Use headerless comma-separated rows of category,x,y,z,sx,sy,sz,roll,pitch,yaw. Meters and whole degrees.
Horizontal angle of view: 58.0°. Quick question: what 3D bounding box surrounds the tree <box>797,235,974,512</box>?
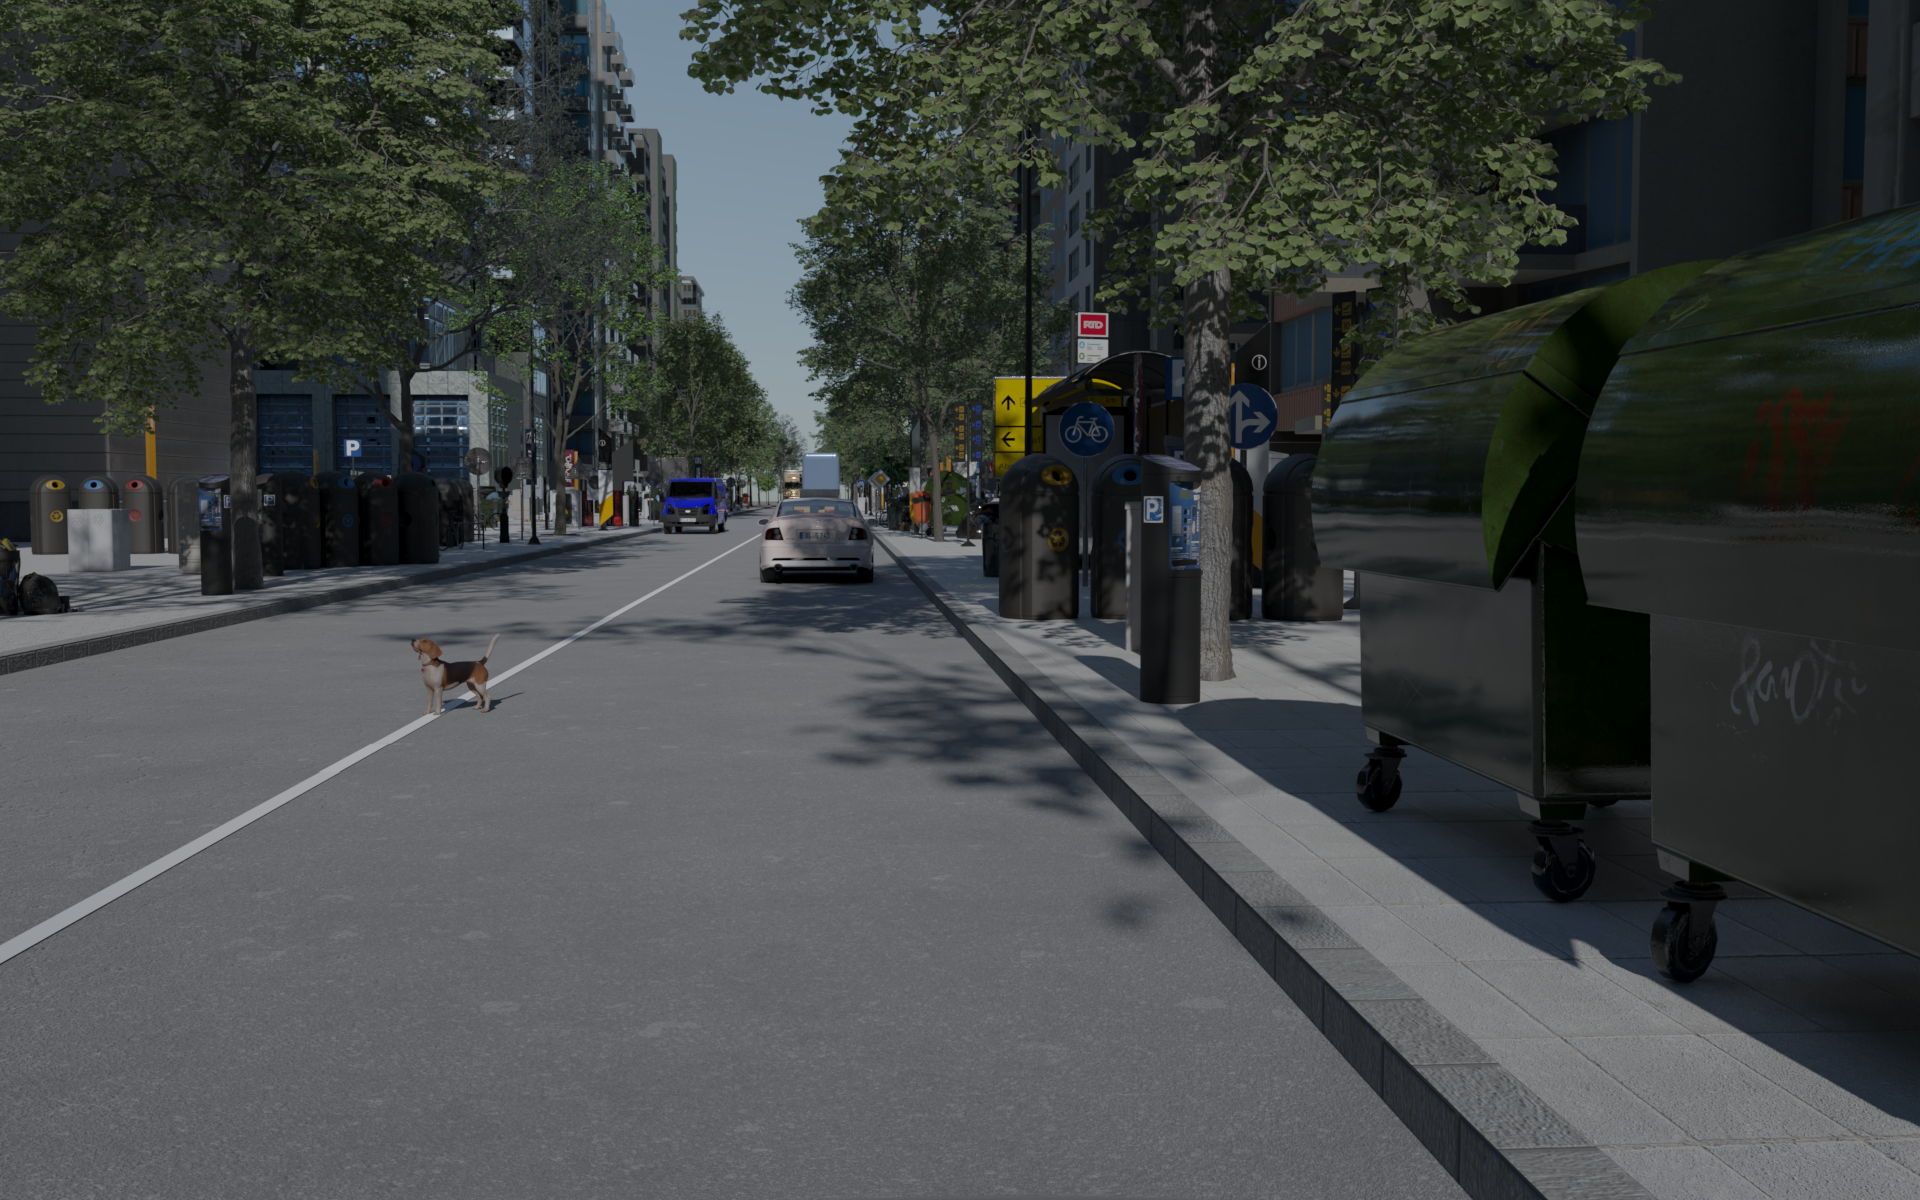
tree,-4.966,-16.432,124.558,12.611,20.169,13.585,0,3,0

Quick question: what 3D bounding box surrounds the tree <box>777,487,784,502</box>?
tree,-30.029,-18.034,289.463,1.663,3.219,1.824,0,3,0

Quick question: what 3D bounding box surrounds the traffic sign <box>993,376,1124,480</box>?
traffic sign,1.696,-2.206,29.937,2.265,3.308,0.079,0,4,1

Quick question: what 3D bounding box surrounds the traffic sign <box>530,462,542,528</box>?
traffic sign,-15.974,-3.942,64.564,0.768,2.556,0.104,0,4,1

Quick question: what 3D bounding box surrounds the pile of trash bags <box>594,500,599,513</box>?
pile of trash bags,-23.343,-6.437,114.997,1.912,1.369,3.447,-1,4,-19

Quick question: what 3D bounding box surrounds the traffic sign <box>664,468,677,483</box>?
traffic sign,-14.387,-5.298,86.625,0.884,2.594,0.081,0,4,-4

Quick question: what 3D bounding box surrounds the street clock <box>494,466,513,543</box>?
street clock,-11.941,-2.494,45.348,0.358,2.002,0.471,2,4,26

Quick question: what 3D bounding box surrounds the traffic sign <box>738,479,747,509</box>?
traffic sign,-18.561,-9.021,147.604,0.768,2.556,0.104,0,4,-3

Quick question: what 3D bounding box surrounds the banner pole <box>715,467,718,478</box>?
banner pole,-16.074,-7.647,115.045,0.401,3.779,0.863,-3,4,-36

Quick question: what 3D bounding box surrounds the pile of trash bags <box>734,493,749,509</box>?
pile of trash bags,-19.373,-8.547,149.488,3.447,1.369,1.912,3,5,44

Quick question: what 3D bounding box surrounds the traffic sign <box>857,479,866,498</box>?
traffic sign,-8.372,-8.994,147.157,0.768,2.556,0.104,0,4,-3

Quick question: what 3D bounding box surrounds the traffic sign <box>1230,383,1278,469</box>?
traffic sign,3.262,-1.214,19.955,0.768,2.556,0.104,0,4,1

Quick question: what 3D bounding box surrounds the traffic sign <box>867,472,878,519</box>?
traffic sign,-3.778,-4.530,77.715,0.795,2.450,0.064,0,4,-4

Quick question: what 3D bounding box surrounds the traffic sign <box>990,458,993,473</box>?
traffic sign,1.328,-3.343,54.772,0.768,2.556,0.104,0,4,2

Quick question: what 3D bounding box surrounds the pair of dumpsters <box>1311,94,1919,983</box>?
pair of dumpsters,2.372,-0.152,4.973,1.574,2.255,4.437,0,4,-4

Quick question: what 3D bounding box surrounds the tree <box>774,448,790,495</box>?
tree,-25.483,-17.843,242.092,4.360,8.622,3.978,0,3,0

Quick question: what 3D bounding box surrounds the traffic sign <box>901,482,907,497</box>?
traffic sign,-3.292,-5.834,97.508,0.606,2.300,0.079,0,4,2

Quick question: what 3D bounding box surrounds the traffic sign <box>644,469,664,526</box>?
traffic sign,-12.219,-4.005,69.116,0.795,2.450,0.064,0,4,-4

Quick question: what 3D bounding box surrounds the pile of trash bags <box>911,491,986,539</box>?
pile of trash bags,0.321,-2.439,49.637,3.447,1.369,1.912,0,4,0

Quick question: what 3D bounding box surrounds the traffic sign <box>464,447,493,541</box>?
traffic sign,-13.094,-2.874,47.099,0.768,2.556,0.104,0,4,0

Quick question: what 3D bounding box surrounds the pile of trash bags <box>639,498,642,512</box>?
pile of trash bags,-28.588,-8.520,149.048,1.912,1.369,3.447,0,4,3

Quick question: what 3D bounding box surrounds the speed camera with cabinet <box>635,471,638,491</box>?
speed camera with cabinet,-27.875,-9.290,146.228,2.038,3.252,0.660,2,4,27

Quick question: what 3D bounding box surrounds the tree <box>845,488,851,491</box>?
tree,-15.393,-18.562,253.855,4.360,8.622,3.978,0,3,0

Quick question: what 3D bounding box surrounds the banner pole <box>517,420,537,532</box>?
banner pole,-14.613,-4.190,58.525,0.863,3.779,0.401,2,4,26

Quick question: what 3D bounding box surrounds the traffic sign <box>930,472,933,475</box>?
traffic sign,-1.137,-5.394,88.300,0.768,2.556,0.104,0,4,0

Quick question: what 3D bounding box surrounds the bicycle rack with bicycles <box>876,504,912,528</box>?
bicycle rack with bicycles,-1.948,-3.252,66.548,2.925,0.926,2.852,-1,4,-16

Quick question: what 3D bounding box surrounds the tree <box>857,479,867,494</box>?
tree,-12.550,-13.763,219.619,1.663,3.219,1.824,0,3,0

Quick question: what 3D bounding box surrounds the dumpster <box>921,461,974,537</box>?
dumpster,-0.402,-3.040,52.193,1.502,2.255,1.985,0,4,-4

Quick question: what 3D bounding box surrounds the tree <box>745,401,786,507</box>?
tree,-21.601,-15.370,177.048,9.928,11.665,9.643,0,3,0

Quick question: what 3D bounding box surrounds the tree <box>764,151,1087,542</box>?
tree,-0.554,-6.856,46.502,8.767,10.594,7.601,0,4,-3

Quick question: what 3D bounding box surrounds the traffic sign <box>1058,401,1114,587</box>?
traffic sign,1.737,-1.456,23.910,0.768,2.556,0.104,0,4,0

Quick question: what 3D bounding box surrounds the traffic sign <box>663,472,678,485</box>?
traffic sign,-12.800,-4.492,77.080,0.795,2.450,0.064,0,4,-4

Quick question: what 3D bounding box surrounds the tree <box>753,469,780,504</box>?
tree,-25.185,-14.753,224.929,4.285,4.588,4.351,0,3,0

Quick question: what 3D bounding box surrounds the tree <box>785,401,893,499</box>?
tree,-9.026,-14.239,158.558,9.928,11.665,9.643,0,3,0

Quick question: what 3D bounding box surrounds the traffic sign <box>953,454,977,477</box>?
traffic sign,0.148,-3.350,54.879,0.768,2.556,0.104,0,4,4

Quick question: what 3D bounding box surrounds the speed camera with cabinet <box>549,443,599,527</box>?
speed camera with cabinet,-14.645,-4.428,66.727,2.038,3.252,0.660,0,4,5

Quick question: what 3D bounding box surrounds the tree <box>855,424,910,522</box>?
tree,-3.299,-5.924,80.564,4.285,4.588,4.351,0,3,0

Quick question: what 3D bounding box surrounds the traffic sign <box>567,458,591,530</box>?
traffic sign,-13.675,-3.800,62.140,0.884,2.594,0.081,0,4,3

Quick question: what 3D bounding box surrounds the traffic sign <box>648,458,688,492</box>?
traffic sign,-16.285,-6.285,96.628,2.265,3.308,0.079,0,4,1

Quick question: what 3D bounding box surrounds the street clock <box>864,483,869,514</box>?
street clock,-5.906,-6.382,108.910,0.358,2.002,0.471,0,4,-1

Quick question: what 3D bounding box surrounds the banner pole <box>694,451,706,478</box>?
banner pole,-14.789,-6.658,98.870,0.863,3.779,0.401,-2,4,-31

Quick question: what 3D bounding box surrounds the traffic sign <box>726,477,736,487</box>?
traffic sign,-17.142,-7.925,129.672,0.768,2.556,0.104,0,4,2

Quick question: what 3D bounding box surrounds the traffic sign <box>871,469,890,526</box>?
traffic sign,-3.197,-4.043,69.751,0.795,2.450,0.064,0,4,-4

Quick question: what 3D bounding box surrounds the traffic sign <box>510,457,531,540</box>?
traffic sign,-12.208,-2.820,48.231,0.606,2.300,0.079,0,4,1

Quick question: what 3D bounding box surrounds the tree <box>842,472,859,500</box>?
tree,-14.897,-19.689,238.919,9.611,12.733,9.660,0,3,0

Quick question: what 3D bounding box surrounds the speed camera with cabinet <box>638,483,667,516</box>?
speed camera with cabinet,-17.255,-6.434,99.528,2.038,3.252,0.660,1,4,18

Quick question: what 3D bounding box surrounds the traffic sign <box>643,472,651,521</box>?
traffic sign,-14.514,-4.829,81.085,0.606,2.300,0.079,0,4,-3

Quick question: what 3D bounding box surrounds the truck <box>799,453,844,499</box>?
truck,-8.733,-7.160,106.817,2.967,4.110,18.799,0,4,-3

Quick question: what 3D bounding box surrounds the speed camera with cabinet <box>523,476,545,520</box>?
speed camera with cabinet,-19.656,-5.360,81.978,0.660,3.252,2.038,3,5,43

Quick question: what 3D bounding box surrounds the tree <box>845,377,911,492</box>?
tree,-3.645,-8.589,90.792,4.737,8.622,4.395,0,3,0

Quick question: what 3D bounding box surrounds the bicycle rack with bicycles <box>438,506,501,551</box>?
bicycle rack with bicycles,-12.271,-1.627,39.986,2.852,0.926,2.925,-3,4,-38

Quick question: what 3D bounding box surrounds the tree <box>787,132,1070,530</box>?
tree,-1.293,-9.461,61.346,9.857,13.997,8.962,0,3,0

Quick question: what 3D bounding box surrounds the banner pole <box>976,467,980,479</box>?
banner pole,1.356,-9.189,140.250,0.401,3.779,0.863,-3,4,-36

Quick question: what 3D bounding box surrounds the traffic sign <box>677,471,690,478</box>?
traffic sign,-13.717,-5.178,85.837,0.795,2.450,0.064,0,4,-4
